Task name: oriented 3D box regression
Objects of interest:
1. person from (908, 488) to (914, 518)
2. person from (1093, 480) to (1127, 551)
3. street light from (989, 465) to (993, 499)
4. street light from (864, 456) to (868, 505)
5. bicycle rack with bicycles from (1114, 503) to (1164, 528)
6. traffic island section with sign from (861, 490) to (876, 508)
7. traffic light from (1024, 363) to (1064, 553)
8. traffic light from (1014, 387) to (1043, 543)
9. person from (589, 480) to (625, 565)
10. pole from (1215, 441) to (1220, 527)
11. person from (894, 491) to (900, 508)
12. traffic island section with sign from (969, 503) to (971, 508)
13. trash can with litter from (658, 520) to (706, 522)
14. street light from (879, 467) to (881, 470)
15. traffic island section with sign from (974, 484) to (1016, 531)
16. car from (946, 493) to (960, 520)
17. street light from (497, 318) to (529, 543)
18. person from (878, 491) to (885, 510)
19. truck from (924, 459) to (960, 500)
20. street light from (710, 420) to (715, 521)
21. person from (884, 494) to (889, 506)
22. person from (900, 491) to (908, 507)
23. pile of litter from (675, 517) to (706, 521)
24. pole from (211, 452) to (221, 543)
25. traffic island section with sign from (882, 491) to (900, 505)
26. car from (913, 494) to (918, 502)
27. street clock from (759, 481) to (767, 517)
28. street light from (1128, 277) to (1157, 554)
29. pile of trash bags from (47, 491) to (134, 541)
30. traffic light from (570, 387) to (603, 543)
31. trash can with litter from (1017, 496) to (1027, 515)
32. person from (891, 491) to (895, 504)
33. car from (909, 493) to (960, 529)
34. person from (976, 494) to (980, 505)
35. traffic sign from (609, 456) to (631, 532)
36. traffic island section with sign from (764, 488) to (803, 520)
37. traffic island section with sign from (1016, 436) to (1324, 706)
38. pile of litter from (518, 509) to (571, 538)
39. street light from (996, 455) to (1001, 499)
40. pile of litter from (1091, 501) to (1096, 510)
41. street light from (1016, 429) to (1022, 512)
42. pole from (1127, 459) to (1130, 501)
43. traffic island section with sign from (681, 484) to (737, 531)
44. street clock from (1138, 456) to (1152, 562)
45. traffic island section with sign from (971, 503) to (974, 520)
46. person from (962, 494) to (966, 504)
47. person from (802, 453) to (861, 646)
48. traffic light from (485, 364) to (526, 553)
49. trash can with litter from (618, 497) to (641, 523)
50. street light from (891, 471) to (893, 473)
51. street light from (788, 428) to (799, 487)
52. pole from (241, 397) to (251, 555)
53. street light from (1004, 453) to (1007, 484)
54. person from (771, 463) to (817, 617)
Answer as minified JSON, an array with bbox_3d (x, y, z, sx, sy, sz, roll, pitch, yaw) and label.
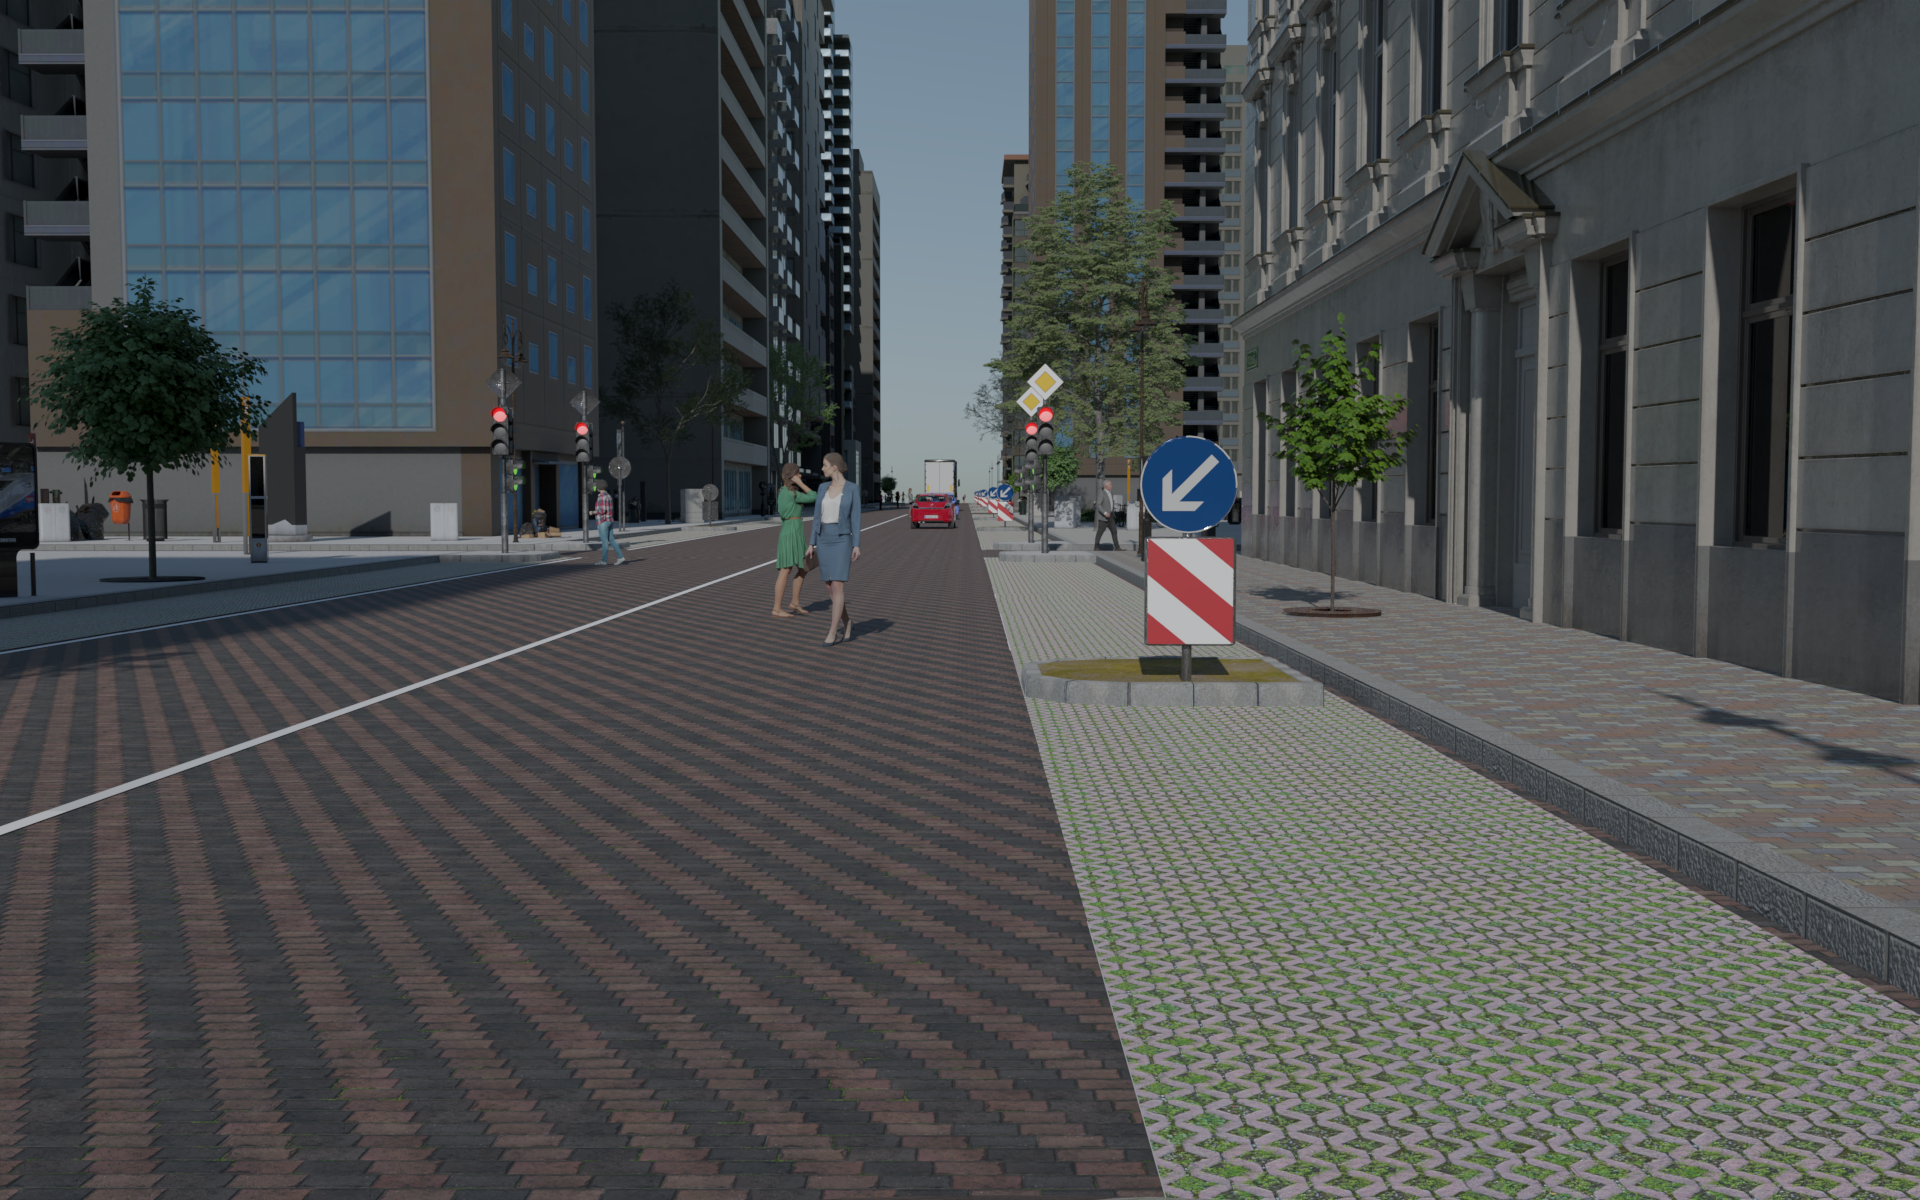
[{"bbox_3d":[-2.793,-5.657,101.272,0.573,1.790,0.520,-2,4,-27],"label":"person"},{"bbox_3d":[3.653,-2.047,42.361,0.834,1.777,0.661,2,4,30],"label":"person"},{"bbox_3d":[4.762,-18.749,279.327,0.468,5.910,1.993,0,4,0],"label":"street light"},{"bbox_3d":[-11.173,-14.266,206.038,0.468,5.910,1.993,0,4,0],"label":"street light"},{"bbox_3d":[6.730,-3.225,66.106,2.852,0.926,2.925,3,5,45],"label":"bicycle rack with bicycles"},{"bbox_3d":[-9.409,-10.001,172.151,1.989,1.847,2.006,0,4,0],"label":"traffic island section with sign"},{"bbox_3d":[1.818,-2.965,37.405,0.839,4.253,0.868,0,4,0],"label":"traffic light"},{"bbox_3d":[1.846,-3.454,45.390,0.839,4.253,0.868,0,4,0],"label":"traffic light"},{"bbox_3d":[-7.116,-1.563,34.895,0.643,1.720,0.563,1,4,11],"label":"person"},{"bbox_3d":[9.975,-4.488,67.227,0.158,3.312,0.155,0,3,0],"label":"pole"},{"bbox_3d":[-6.545,-10.454,179.936,0.721,1.766,1.217,-2,4,-32],"label":"person"},{"bbox_3d":[1.905,-8.375,145.560,1.989,1.847,2.006,0,4,0],"label":"traffic island section with sign"},{"bbox_3d":[-12.775,-4.207,79.847,2.233,1.210,1.678,1,4,10],"label":"trash can with litter"},{"bbox_3d":[-11.219,-16.519,242.868,0.468,5.910,1.993,0,4,0],"label":"street light"},{"bbox_3d":[1.630,-3.577,67.119,1.989,1.847,2.006,0,4,0],"label":"traffic island section with sign"},{"bbox_3d":[-0.952,-5.438,98.508,1.945,1.707,3.694,0,4,-2],"label":"car"},{"bbox_3d":[-11.756,-4.457,45.665,0.468,5.910,1.993,0,4,0],"label":"street light"},{"bbox_3d":[-6.977,-8.863,154.087,0.721,1.739,1.217,-2,4,-31],"label":"person"},{"bbox_3d":[-1.526,-9.603,145.915,2.839,4.237,11.283,0,4,1],"label":"truck"},{"bbox_3d":[-11.780,-6.710,82.494,0.468,5.910,1.993,0,4,0],"label":"street light"},{"bbox_3d":[-8.828,-11.906,206.389,0.991,1.433,0.599,-3,4,-38],"label":"person"},{"bbox_3d":[-6.466,-11.441,196.283,1.217,1.735,0.721,-1,4,-19],"label":"person"},{"bbox_3d":[-13.071,-4.278,83.905,1.176,0.858,1.719,-3,5,-39],"label":"pile of litter"},{"bbox_3d":[-19.605,-3.166,45.603,0.158,3.312,0.155,0,3,0],"label":"pole"},{"bbox_3d":[-9.229,-13.364,227.133,1.989,1.847,2.006,0,4,0],"label":"traffic island section with sign"},{"bbox_3d":[-4.930,-12.987,221.126,1.959,1.807,4.718,0,4,2],"label":"car"},{"bbox_3d":[-11.246,-5.763,98.803,0.358,2.002,0.471,2,4,29],"label":"street clock"},{"bbox_3d":[3.884,-3.926,36.980,0.468,5.910,1.993,0,4,0],"label":"street light"},{"bbox_3d":[-24.358,-2.341,48.028,3.447,1.369,1.912,1,4,18],"label":"pile of trash bags"},{"bbox_3d":[-9.816,-3.455,45.414,0.839,4.253,0.868,0,4,0],"label":"traffic light"},{"bbox_3d":[3.812,-5.811,106.391,0.624,1.170,1.055,0,4,2],"label":"trash can with litter"},{"bbox_3d":[-9.189,-13.715,232.748,1.348,1.824,0.705,0,4,6],"label":"person"},{"bbox_3d":[-1.099,-3.897,72.754,2.155,1.783,4.494,0,4,2],"label":"car"},{"bbox_3d":[2.494,-13.181,224.561,0.990,1.755,0.434,2,4,29],"label":"person"},{"bbox_3d":[-11.502,-3.574,58.545,0.768,2.556,0.104,0,4,4],"label":"traffic sign"},{"bbox_3d":[-9.686,-5.308,95.409,1.989,1.847,2.006,0,4,0],"label":"traffic island section with sign"},{"bbox_3d":[1.454,-0.240,12.555,1.989,1.847,2.006,0,4,0],"label":"traffic island section with sign"},{"bbox_3d":[-12.197,-2.251,50.762,1.719,0.858,1.176,-2,4,-23],"label":"pile of litter"},{"bbox_3d":[4.462,-14.239,205.590,0.468,5.910,1.993,0,4,0],"label":"street light"},{"bbox_3d":[8.996,-5.926,110.848,1.176,0.858,1.719,3,4,37],"label":"pile of litter"},{"bbox_3d":[4.221,-9.184,122.951,0.468,5.910,1.993,0,4,0],"label":"street light"},{"bbox_3d":[9.929,-6.606,101.844,0.158,3.312,0.155,0,3,0],"label":"pole"},{"bbox_3d":[-9.782,-3.617,67.771,1.989,1.847,2.006,0,4,0],"label":"traffic island section with sign"},{"bbox_3d":[3.557,-1.736,32.948,0.358,2.002,0.471,0,4,2],"label":"street clock"},{"bbox_3d":[1.729,-5.265,94.710,1.989,1.847,2.006,0,4,0],"label":"traffic island section with sign"},{"bbox_3d":[0.618,-14.405,247.249,0.421,1.427,0.697,-2,4,-28],"label":"person"},{"bbox_3d":[-1.148,-0.489,16.513,0.581,1.822,0.654,3,4,38],"label":"person"},{"bbox_3d":[-9.843,-2.967,37.429,0.839,4.253,0.868,0,4,0],"label":"traffic light"},{"bbox_3d":[-14.630,-3.989,76.601,1.055,1.170,0.624,2,4,24],"label":"trash can with litter"},{"bbox_3d":[-10.990,-18.783,279.885,0.468,5.910,1.993,0,4,0],"label":"street light"},{"bbox_3d":[-11.615,-8.962,119.323,0.468,5.910,1.993,0,4,0],"label":"street light"},{"bbox_3d":[-15.067,-2.614,36.585,0.158,3.312,0.155,0,3,0],"label":"pole"},{"bbox_3d":[4.238,-11.437,159.780,0.468,5.910,1.993,0,4,0],"label":"street light"},{"bbox_3d":[-1.987,-0.704,20.252,0.529,1.795,0.600,-2,4,-32],"label":"person"}]
